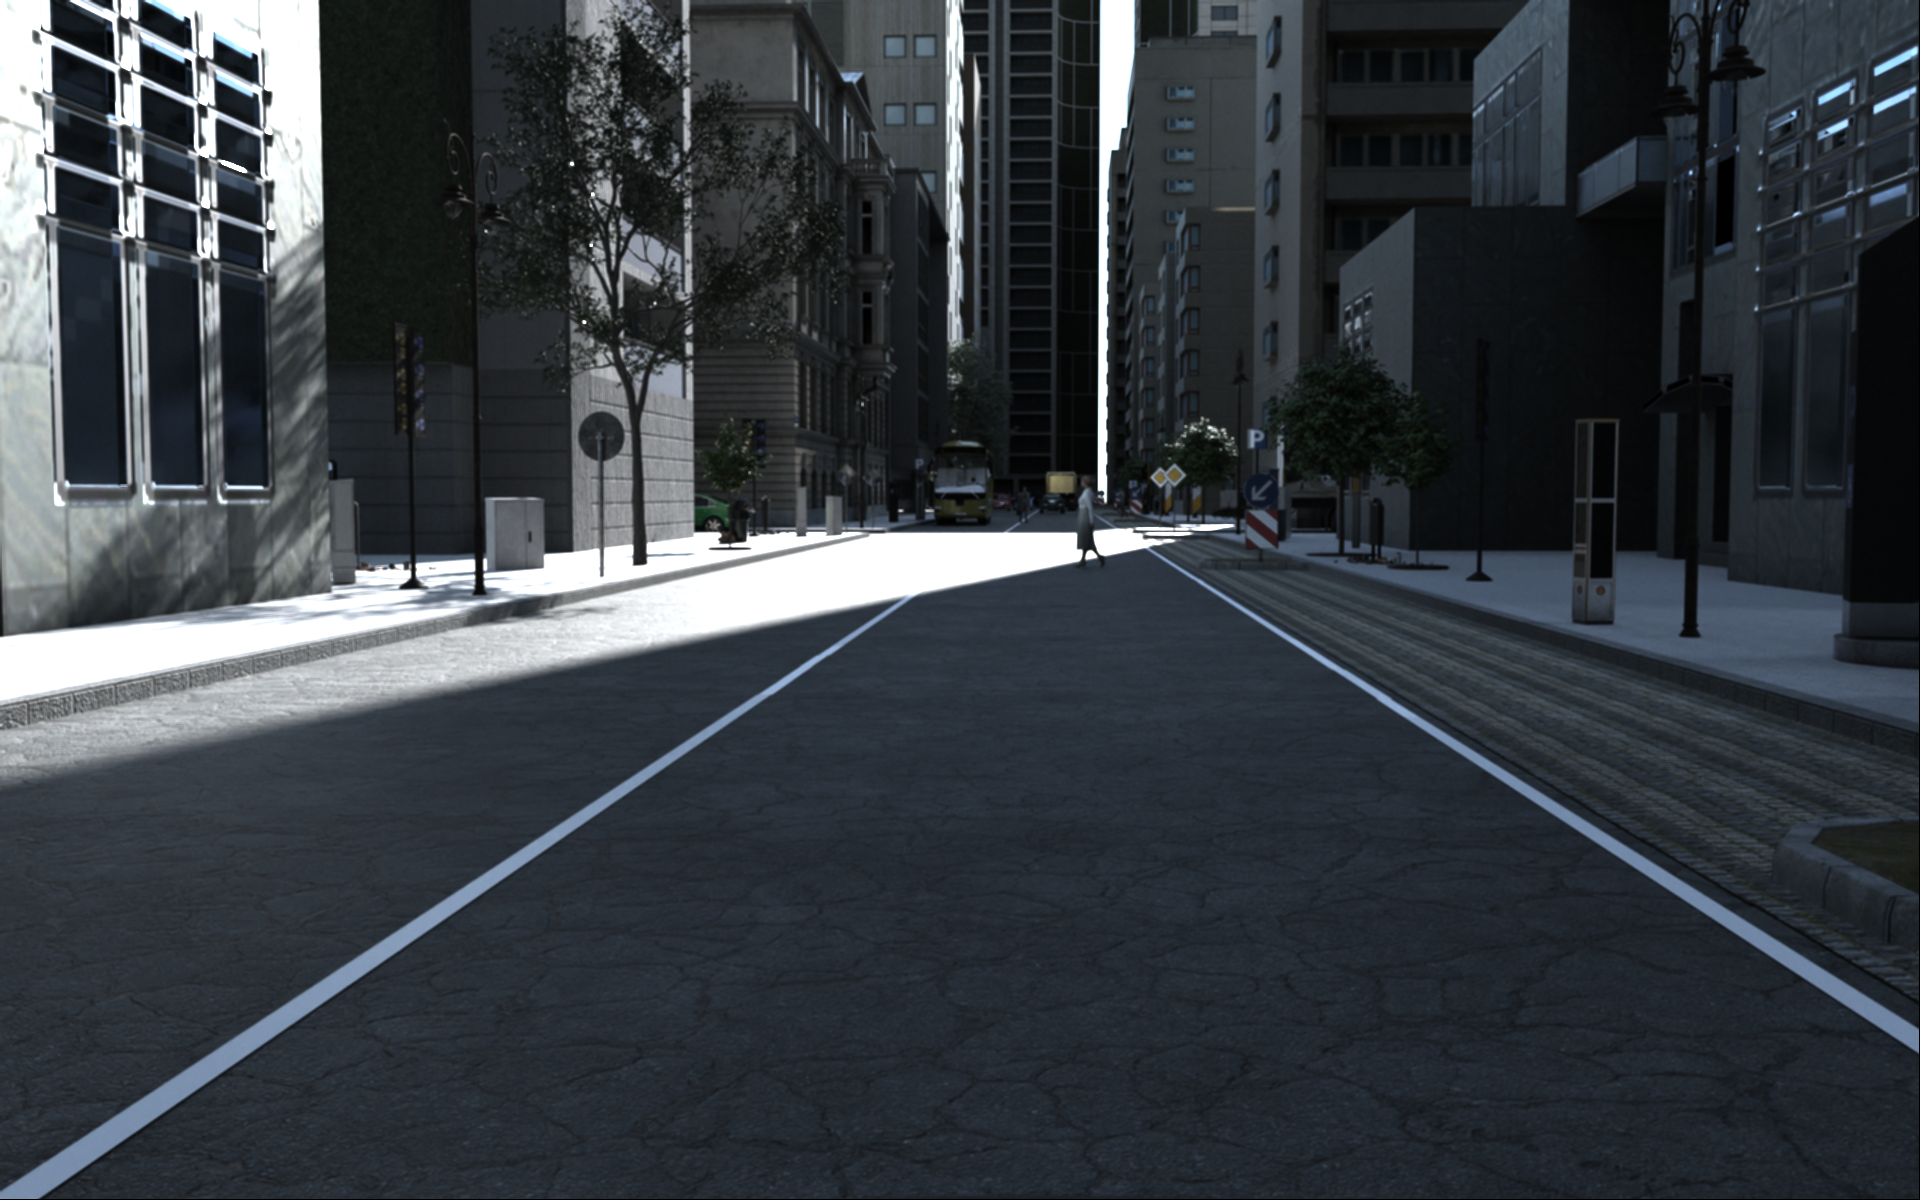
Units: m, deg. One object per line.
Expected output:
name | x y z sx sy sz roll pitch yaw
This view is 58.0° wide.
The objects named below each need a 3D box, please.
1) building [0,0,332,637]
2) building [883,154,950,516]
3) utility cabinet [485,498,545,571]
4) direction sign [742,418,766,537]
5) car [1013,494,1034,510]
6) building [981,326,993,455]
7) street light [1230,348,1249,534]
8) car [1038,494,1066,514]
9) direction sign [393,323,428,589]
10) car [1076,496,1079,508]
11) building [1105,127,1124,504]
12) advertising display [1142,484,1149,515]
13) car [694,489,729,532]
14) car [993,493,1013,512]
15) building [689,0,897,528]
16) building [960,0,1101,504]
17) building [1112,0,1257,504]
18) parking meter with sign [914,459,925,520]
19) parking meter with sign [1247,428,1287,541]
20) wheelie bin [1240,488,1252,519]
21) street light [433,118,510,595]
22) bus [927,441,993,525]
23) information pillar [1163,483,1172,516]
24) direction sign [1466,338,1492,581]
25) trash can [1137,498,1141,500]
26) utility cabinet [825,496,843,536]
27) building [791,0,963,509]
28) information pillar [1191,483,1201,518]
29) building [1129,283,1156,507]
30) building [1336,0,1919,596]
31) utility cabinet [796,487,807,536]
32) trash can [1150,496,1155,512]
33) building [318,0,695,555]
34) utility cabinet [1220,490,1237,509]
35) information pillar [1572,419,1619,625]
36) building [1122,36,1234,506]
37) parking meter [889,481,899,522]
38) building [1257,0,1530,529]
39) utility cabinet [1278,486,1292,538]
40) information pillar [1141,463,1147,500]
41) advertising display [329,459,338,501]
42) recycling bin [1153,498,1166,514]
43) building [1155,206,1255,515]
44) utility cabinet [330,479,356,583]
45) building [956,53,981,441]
building | -18.230 -42.343 4.976 22.319 86.520 31.000 0 4 3
building | -8.713 -18.110 115.160 14.314 24.678 30.058 0 4 3
utility cabinet | -7.551 -1.117 29.432 0.306 1.237 1.020 3 4 38
direction sign | -6.197 -3.680 52.159 0.379 3.537 0.876 3 5 43
car | 5.674 -8.909 155.246 1.945 1.707 3.694 0 4 3
building | -11.130 -21.815 201.711 28.899 21.520 27.650 0 4 3
street light | 8.850 -5.023 54.914 0.468 5.910 1.993 0 4 3
car | 6.834 -7.137 128.485 2.131 1.459 4.920 0 4 2
direction sign | -7.421 -1.922 23.420 0.379 3.537 0.876 0 4 7
car | 11.670 -10.466 183.115 2.014 1.417 4.499 0 4 4
building | 30.299 -37.168 231.390 21.600 48.544 21.300 0 4 3
advertising display | 11.438 -6.212 106.772 0.123 1.923 0.974 -1 4 -14
car | -9.703 -3.116 59.736 4.718 1.807 1.959 0 4 1
car | 3.299 -8.211 143.284 2.155 1.783 4.494 0 4 3
building | -10.392 -16.116 82.582 14.460 24.649 34.723 0 4 3
building | 8.410 -48.537 231.829 20.611 71.187 20.563 0 4 3
building | 28.494 -46.664 201.206 20.563 71.187 20.611 0 4 3
parking meter with sign | -1.957 -5.474 85.755 0.543 3.016 1.738 0 4 1
parking meter with sign | 8.342 -3.095 46.866 0.543 3.016 1.738 2 4 31
wheelie bin | 14.778 -5.003 89.714 0.693 1.594 0.980 -3 5 -44
street light | -6.111 -3.001 21.857 0.468 5.910 1.993 0 4 3
bus | 0.226 -5.617 83.379 2.896 3.916 12.252 0 4 2
information pillar | 12.136 -6.702 100.932 0.504 3.616 0.183 -3 5 -39
direction sign | 7.684 -2.051 25.532 0.379 3.537 0.876 2 4 27
trash can | 13.958 -7.488 134.089 0.748 1.137 0.748 0 3 0
utility cabinet | -3.917 -2.617 53.949 0.306 1.237 1.020 -1 4 -19
building | -13.695 -34.511 153.498 28.713 52.752 27.495 0 4 3
information pillar | 12.770 -6.245 93.463 0.504 3.616 0.183 -1 4 -17
building | 29.706 -19.011 155.865 27.650 21.520 28.899 0 4 3
building | 21.025 -43.933 30.973 22.319 86.520 31.000 0 4 3
utility cabinet | -4.833 -2.685 52.571 0.318 1.500 1.173 0 4 -7
trash can | 13.919 -6.868 123.949 0.748 1.137 0.748 0 3 0
building | -22.041 -30.792 45.451 28.212 58.520 21.231 0 4 3
utility cabinet | 16.014 -5.739 102.510 1.173 1.500 0.318 2 4 32
information pillar | 6.258 -0.769 17.069 0.304 2.012 0.304 0 4 -7
building | 28.350 -34.074 180.803 21.300 48.544 21.600 0 4 3
parking meter | -3.015 -4.475 78.882 0.399 1.863 0.255 2 4 28
building | 23.493 -27.434 72.240 21.600 48.544 21.300 0 4 3
utility cabinet | 9.413 -2.559 50.516 0.318 1.500 1.173 1 4 20
information pillar | 13.818 -8.457 129.624 0.504 3.616 0.183 -1 4 -19
advertising display | -12.107 -1.662 32.393 0.974 1.923 0.123 1 4 10
recycling bin | 12.742 -5.954 109.909 0.722 1.027 0.722 -2 4 -26
building | 28.187 -16.698 118.055 27.650 21.520 28.899 0 4 3
utility cabinet | -8.936 -1.000 25.028 0.318 1.500 1.173 -1 4 -21
building | -5.108 -32.046 174.063 14.600 45.320 14.200 0 4 3
